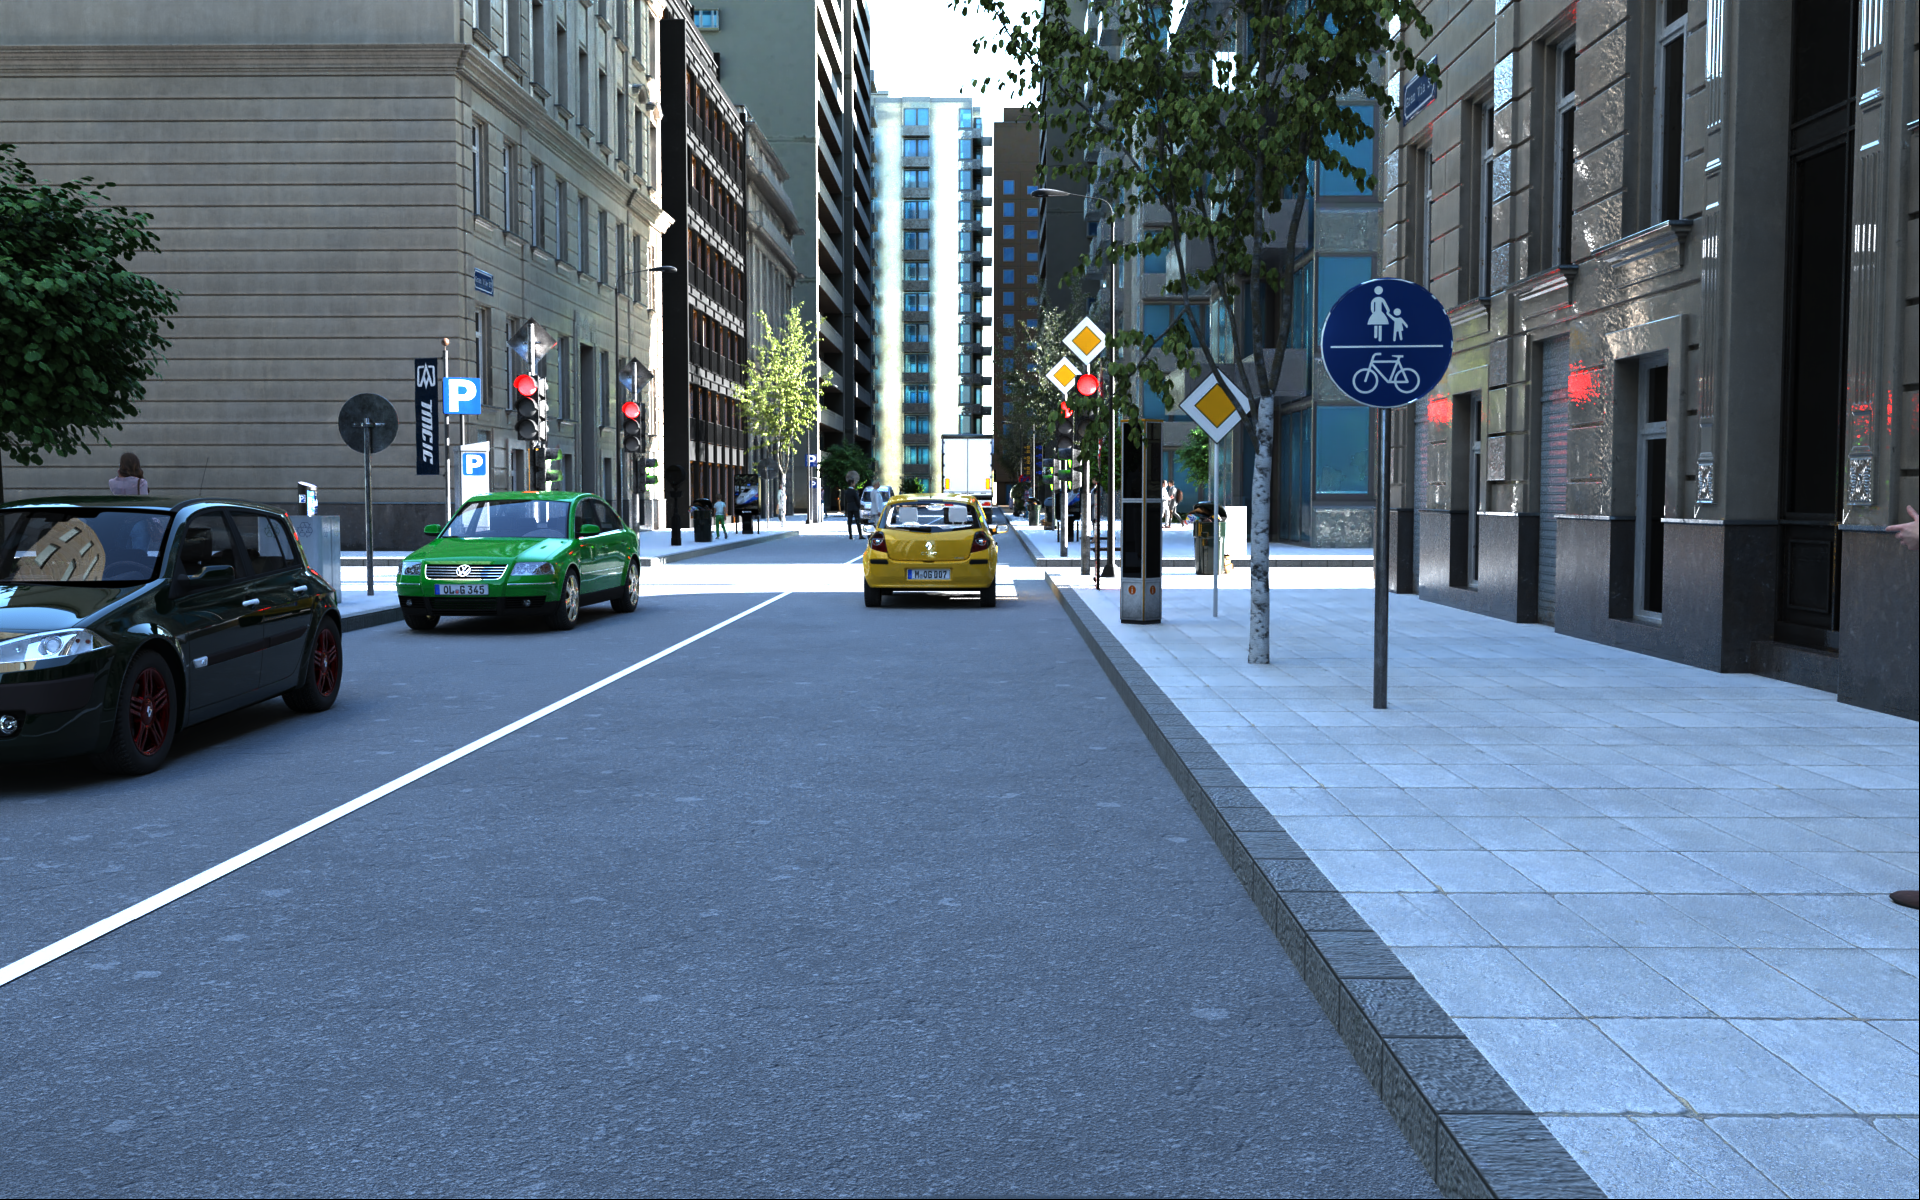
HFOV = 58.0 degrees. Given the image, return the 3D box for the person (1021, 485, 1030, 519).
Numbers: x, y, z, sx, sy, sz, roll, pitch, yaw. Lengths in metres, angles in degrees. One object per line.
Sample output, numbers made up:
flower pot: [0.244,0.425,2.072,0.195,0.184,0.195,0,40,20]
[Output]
person: [3.447,-4.980,88.297,0.643,1.720,0.563,0,4,4]

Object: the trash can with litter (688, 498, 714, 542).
trash can with litter: [-6.938,-2.150,46.535,0.624,1.170,1.055,0,4,-3]

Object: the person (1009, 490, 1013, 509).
person: [4.344,-8.499,145.662,0.551,1.740,0.621,2,4,31]

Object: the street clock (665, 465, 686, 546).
street clock: [-7.072,-2.357,43.102,0.471,2.002,0.358,1,4,20]

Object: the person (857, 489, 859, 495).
person: [-7.917,-7.660,131.956,0.621,1.740,0.551,0,4,3]

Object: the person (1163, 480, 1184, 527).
person: [8.251,-3.725,66.908,0.822,1.834,0.622,1,4,21]

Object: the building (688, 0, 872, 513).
building: [-18.721,-31.805,143.709,21.300,48.544,21.600,0,4,1]

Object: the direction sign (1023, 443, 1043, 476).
direction sign: [3.228,-5.182,76.725,0.876,3.537,0.379,1,4,18]

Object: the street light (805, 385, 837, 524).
street light: [-5.915,-6.186,73.675,1.470,5.913,1.316,0,4,1]

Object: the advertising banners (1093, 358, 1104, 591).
advertising banners: [1.870,-1.665,23.406,0.090,3.025,2.074,0,4,3]

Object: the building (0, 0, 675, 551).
building: [-16.545,-15.472,50.226,12.463,27.353,25.104,0,4,1]

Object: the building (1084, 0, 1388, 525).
building: [18.325,-29.040,94.414,23.786,49.044,30.456,0,4,1]

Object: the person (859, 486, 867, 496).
person: [-6.829,-7.316,125.292,1.348,1.869,0.705,0,4,-6]

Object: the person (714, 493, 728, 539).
person: [-6.802,-2.379,49.193,0.306,1.304,0.590,-2,4,-35]

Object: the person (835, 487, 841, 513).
person: [-8.080,-6.667,114.687,0.705,1.869,1.348,-1,4,-11]

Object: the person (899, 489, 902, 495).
person: [-6.189,-10.714,181.199,0.705,1.826,1.348,0,4,4]

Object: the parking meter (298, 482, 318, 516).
parking meter: [-13.153,-1.624,34.960,0.372,1.533,0.369,0,3,0]

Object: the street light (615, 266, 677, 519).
street light: [-6.462,-3.846,35.426,1.470,5.913,1.316,0,4,1]

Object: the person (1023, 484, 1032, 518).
person: [3.668,-5.080,89.224,0.853,1.813,0.709,-1,4,-13]

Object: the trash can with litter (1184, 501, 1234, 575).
trash can with litter: [4.017,-1.000,27.736,0.624,1.170,1.055,2,4,24]

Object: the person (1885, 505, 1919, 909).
person: [3.194,0.055,5.337,0.606,1.804,0.583,-2,4,-35]

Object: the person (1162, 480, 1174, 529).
person: [7.653,-3.553,64.339,0.583,1.804,0.606,1,4,20]

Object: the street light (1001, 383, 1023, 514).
street light: [2.533,-6.121,72.612,1.470,5.913,1.316,0,4,1]

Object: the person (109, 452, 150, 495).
person: [-9.281,-0.784,19.454,0.593,1.750,0.643,0,4,4]

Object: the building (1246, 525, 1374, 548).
building: [21.215,-26.250,48.799,30.456,49.044,23.786,0,4,1]

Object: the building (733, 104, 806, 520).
building: [-16.018,-15.286,91.730,13.314,21.916,24.055,0,4,1]

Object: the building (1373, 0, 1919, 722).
building: [11.066,-13.049,10.612,12.463,27.353,25.104,0,4,1]

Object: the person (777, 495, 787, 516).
person: [-7.289,-3.683,70.943,0.352,1.250,0.332,-2,4,-25]

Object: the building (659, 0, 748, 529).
building: [-16.034,-14.789,71.480,12.332,23.373,15.834,0,4,1]

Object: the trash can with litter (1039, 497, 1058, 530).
trash can with litter: [3.294,-3.099,62.056,0.624,1.170,1.055,1,4,9]

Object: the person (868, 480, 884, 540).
person: [-2.434,-2.519,49.572,0.514,1.842,0.818,3,5,42]

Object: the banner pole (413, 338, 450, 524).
banner pole: [-8.468,-2.321,27.965,0.863,3.779,0.401,2,4,24]

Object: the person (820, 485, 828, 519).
person: [-7.133,-5.095,89.938,0.643,1.750,0.593,-1,4,-10]

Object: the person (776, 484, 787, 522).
person: [-8.361,-4.540,80.758,0.515,1.767,0.782,1,4,17]

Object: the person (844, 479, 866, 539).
person: [-3.365,-2.885,55.039,0.648,1.900,0.474,2,4,27]

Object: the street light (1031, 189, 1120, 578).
street light: [1.780,-3.301,26.519,1.470,5.913,1.316,0,4,1]

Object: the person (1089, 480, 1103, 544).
person: [3.438,-2.368,45.028,0.573,1.790,0.520,-3,5,-39]

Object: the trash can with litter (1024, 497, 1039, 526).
trash can with litter: [3.125,-3.564,69.658,1.055,1.170,0.624,-3,5,-40]
